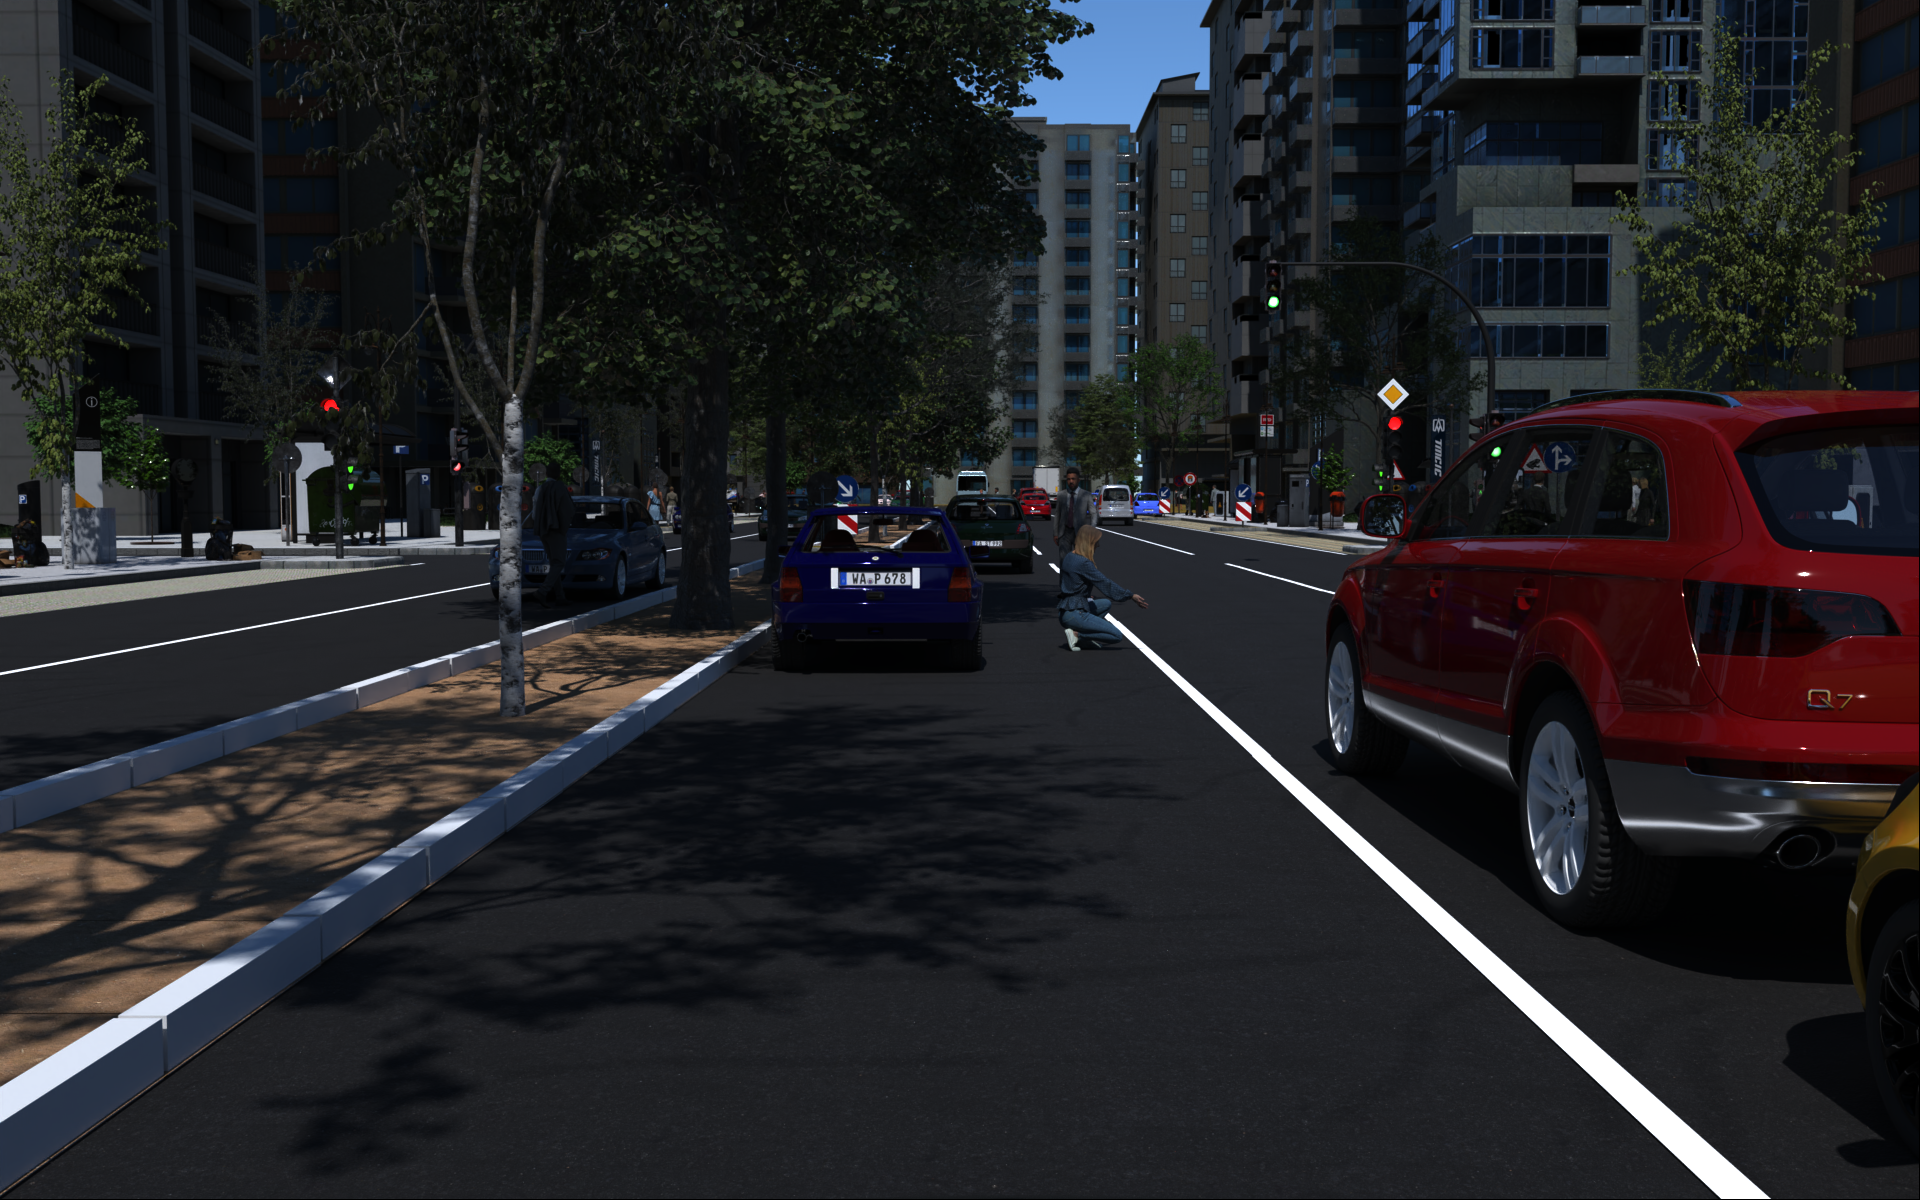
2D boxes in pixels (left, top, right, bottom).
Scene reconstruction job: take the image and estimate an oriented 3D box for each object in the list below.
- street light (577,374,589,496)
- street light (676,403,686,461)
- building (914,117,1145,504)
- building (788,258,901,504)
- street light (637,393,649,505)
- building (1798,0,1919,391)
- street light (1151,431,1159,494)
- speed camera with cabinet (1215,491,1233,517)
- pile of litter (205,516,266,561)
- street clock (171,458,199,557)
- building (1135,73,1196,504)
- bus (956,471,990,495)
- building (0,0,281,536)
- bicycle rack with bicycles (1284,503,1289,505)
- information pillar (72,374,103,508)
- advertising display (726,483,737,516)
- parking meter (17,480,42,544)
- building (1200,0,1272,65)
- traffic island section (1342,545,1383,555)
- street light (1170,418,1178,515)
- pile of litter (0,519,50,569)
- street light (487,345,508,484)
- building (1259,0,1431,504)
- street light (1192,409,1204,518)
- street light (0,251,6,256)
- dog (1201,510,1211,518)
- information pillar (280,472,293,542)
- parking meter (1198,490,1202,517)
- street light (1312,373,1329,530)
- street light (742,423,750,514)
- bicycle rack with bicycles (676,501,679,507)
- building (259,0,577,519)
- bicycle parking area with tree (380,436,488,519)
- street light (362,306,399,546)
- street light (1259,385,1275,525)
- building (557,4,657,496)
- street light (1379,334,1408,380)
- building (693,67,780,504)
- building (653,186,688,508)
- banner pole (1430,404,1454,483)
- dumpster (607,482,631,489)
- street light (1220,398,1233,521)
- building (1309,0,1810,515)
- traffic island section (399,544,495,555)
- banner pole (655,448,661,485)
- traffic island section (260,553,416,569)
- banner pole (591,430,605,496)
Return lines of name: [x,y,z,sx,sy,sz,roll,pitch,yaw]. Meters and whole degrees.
street light: [-14.048,-5.614,64.572,0.468,5.910,1.993,0,4,0]
street light: [-13.861,-6.973,86.796,0.468,5.910,1.993,0,4,0]
building: [7.980,-36.886,222.699,30.456,49.044,23.786,0,4,0]
building: [-14.597,-34.780,218.764,14.200,45.320,14.600,0,4,0]
street light: [-13.958,-6.306,75.896,0.468,5.910,1.993,0,4,0]
building: [45.053,-24.822,60.462,28.867,44.769,22.147,0,4,0]
street light: [13.132,-8.792,116.542,0.468,5.910,1.993,0,4,0]
speed camera with cabinet: [15.221,-6.321,97.686,0.660,3.252,2.038,-2,4,-27]
pile of litter: [-14.239,-1.227,34.032,1.176,0.858,1.719,0,4,0]
street clock: [-15.717,-1.872,35.172,0.471,2.002,0.358,-3,5,-44]
building: [37.265,-38.908,225.380,27.495,52.752,28.713,0,4,0]
bus: [1.066,-9.325,147.330,2.948,3.499,13.247,0,4,1]
building: [-35.073,-38.108,61.316,20.563,71.187,20.611,0,4,0]
bicycle rack with bicycles: [14.492,-3.539,71.241,2.852,0.926,2.925,1,4,13]
information pillar: [-16.914,-2.586,33.637,0.504,3.616,0.183,-3,4,-37]
advertising display: [-13.804,-6.010,103.473,0.974,1.923,0.123,-1,4,-20]
parking meter: [-17.093,-1.432,31.828,0.372,1.533,0.369,0,3,0]
building: [39.136,-35.366,167.466,28.713,52.752,27.495,0,4,0]
traffic island section: [10.490,-1.215,42.142,2.009,0.180,2.903,0,4,0]
street light: [12.971,-8.088,105.034,0.468,5.910,1.993,0,4,0]
pile of litter: [-16.671,-1.004,30.375,1.176,0.858,1.719,0,4,6]
street light: [-14.210,-4.955,53.805,0.468,5.910,1.993,0,4,0]
building: [36.510,-31.740,138.561,23.786,49.044,30.456,0,4,0]
street light: [12.919,-7.430,94.267,0.468,5.910,1.993,0,4,0]
street light: [-14.292,-3.185,24.868,0.468,5.910,1.993,0,4,0]
dog: [13.185,-4.589,92.760,0.550,0.427,0.748,0,4,5]
information pillar: [-18.081,-2.578,46.638,0.304,2.012,0.304,0,4,7]
parking meter: [13.504,-5.470,97.837,0.372,1.533,0.369,0,3,0]
street light: [12.718,-5.388,60.889,0.468,5.910,1.993,0,4,0]
street light: [-13.662,-8.429,110.597,0.468,5.910,1.993,0,4,0]
bicycle rack with bicycles: [-14.644,-5.042,95.826,2.852,0.926,2.925,0,4,-7]
building: [-35.599,-27.398,102.586,22.147,44.769,28.867,0,4,0]
bicycle parking area with tree: [-27.728,-6.011,85.280,8.231,4.147,9.016,1,4,19]
street light: [-14.267,-4.273,42.653,0.468,5.910,1.993,0,4,0]
street light: [12.806,-6.093,72.402,0.468,5.910,1.993,0,4,0]
building: [-35.372,-50.075,131.391,22.319,86.520,31.000,0,4,0]
street light: [12.517,-4.730,50.123,0.468,5.910,1.993,0,4,0]
building: [-35.970,-41.603,222.205,28.212,58.520,21.231,0,4,0]
building: [-31.710,-23.479,155.583,14.160,30.474,14.107,0,4,0]
banner pole: [13.415,-3.552,48.096,0.863,3.779,0.401,-1,4,-16]
dumpster: [-16.932,-4.942,86.552,1.264,1.857,1.865,0,4,0]
street light: [12.762,-6.751,83.170,0.468,5.910,1.993,0,4,0]
building: [34.769,-48.135,99.685,22.319,86.520,31.000,0,4,0]
traffic island section: [-12.250,-1.227,42.337,2.009,0.180,2.903,0,4,0]
banner pole: [-16.407,-6.369,94.150,0.401,3.779,0.863,-2,4,-32]
traffic island section: [-12.317,-0.738,34.352,2.009,0.180,2.903,0,4,0]
banner pole: [-14.082,-4.750,67.687,0.401,3.779,0.863,2,4,33]
